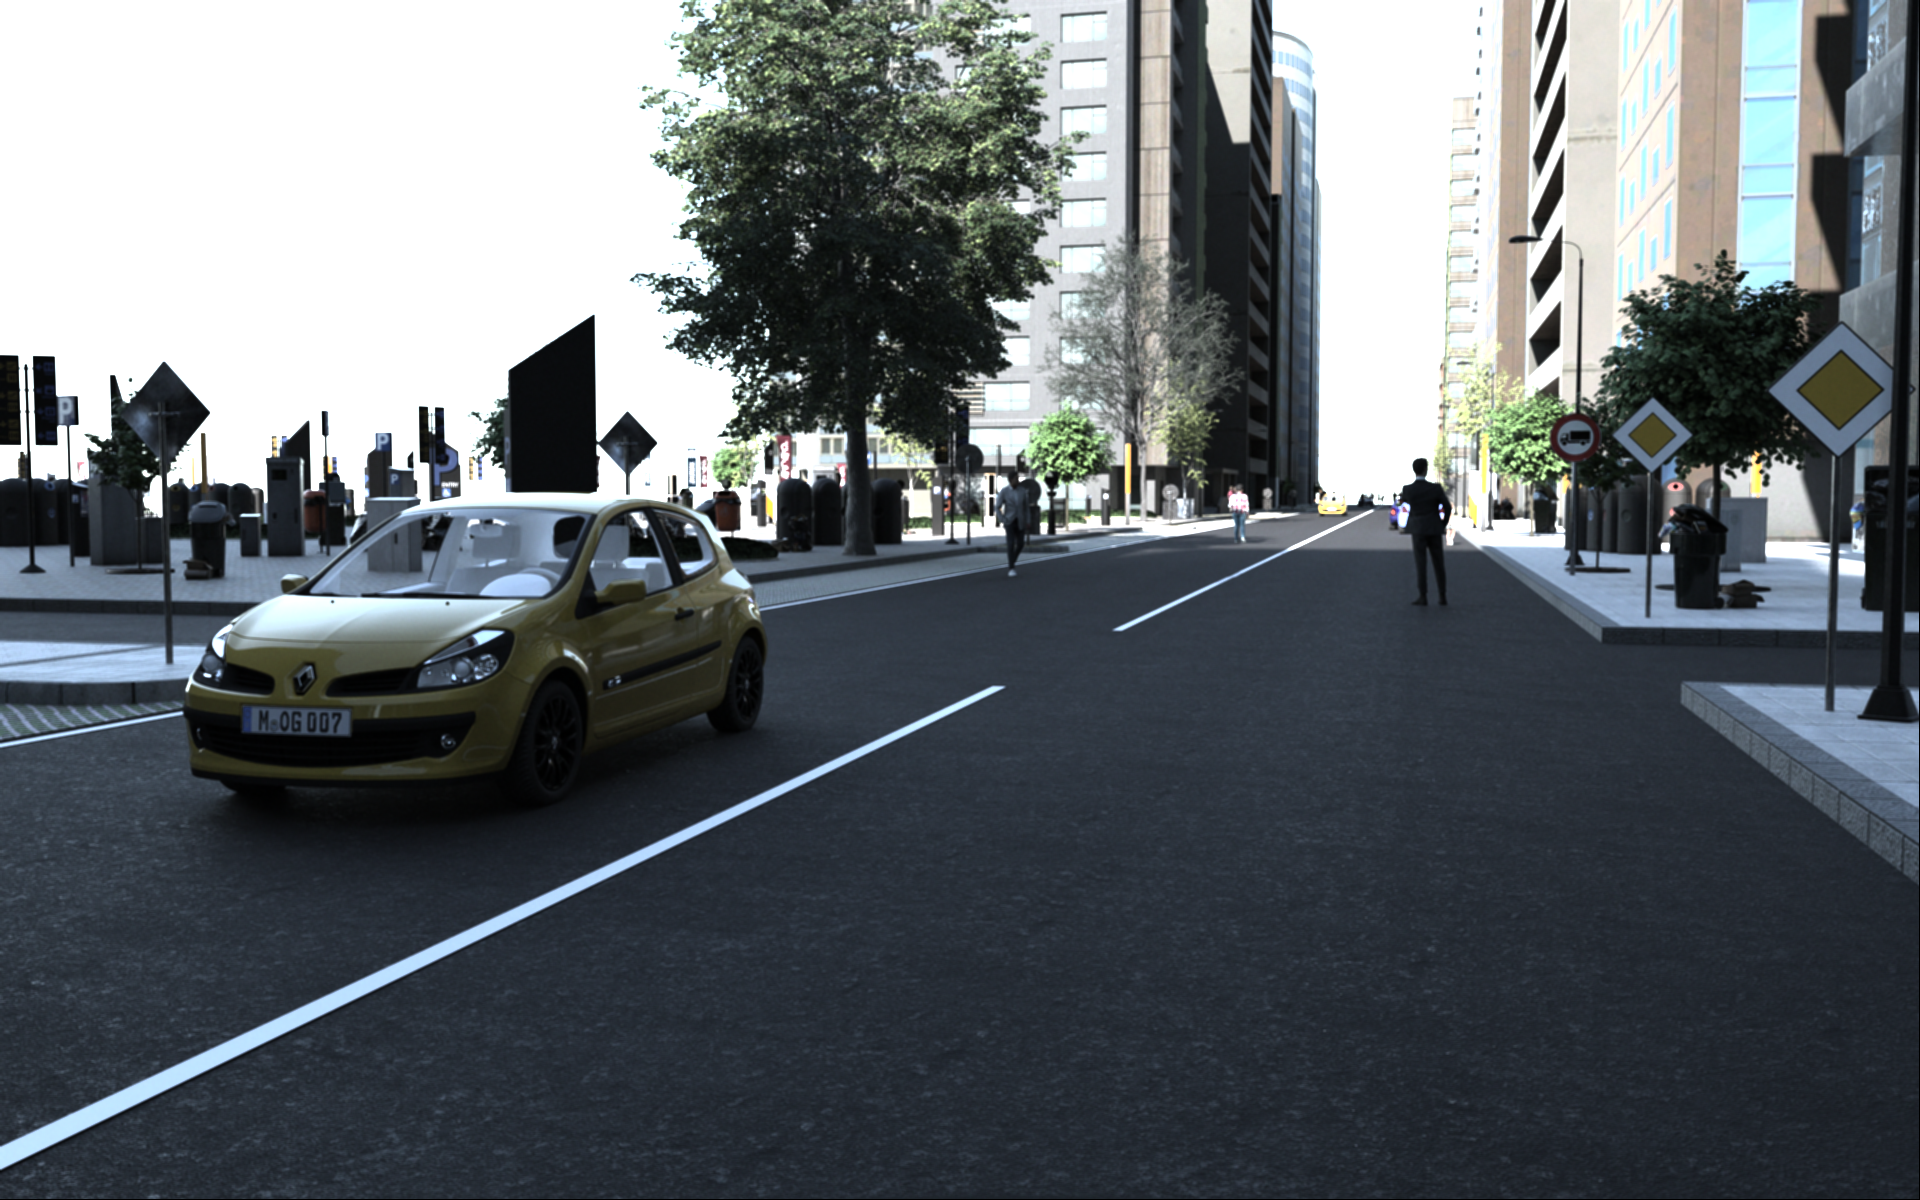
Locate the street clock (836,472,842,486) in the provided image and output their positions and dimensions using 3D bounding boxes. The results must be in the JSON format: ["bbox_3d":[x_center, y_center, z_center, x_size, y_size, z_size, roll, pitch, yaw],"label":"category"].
[{"bbox_3d":[-4.121,-3.237,57.499,0.358,2.002,0.471,1,4,19],"label":"street clock"}]

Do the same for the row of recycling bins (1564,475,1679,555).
[{"bbox_3d":[14.439,-1.907,38.286,1.069,1.692,3.534,0,4,-4],"label":"row of recycling bins"}]

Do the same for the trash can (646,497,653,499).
[{"bbox_3d":[-15.290,-4.440,84.242,0.748,1.137,0.748,0,3,0],"label":"trash can"}]

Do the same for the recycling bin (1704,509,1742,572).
[{"bbox_3d":[12.466,-0.994,28.800,0.722,1.027,0.722,-1,4,-21],"label":"recycling bin"}]

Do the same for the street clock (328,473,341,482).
[{"bbox_3d":[-21.074,-3.286,58.299,0.358,2.002,0.471,2,4,24],"label":"street clock"}]

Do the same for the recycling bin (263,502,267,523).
[{"bbox_3d":[-21.279,-2.548,54.218,0.722,1.027,0.722,2,4,30],"label":"recycling bin"}]

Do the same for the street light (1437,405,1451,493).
[{"bbox_3d":[25.838,-7.218,90.550,1.470,5.913,1.316,1,4,14],"label":"street light"}]

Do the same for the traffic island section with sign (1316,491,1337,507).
[{"bbox_3d":[41.655,-11.563,197.688,1.989,1.847,2.006,1,4,14],"label":"traffic island section with sign"}]

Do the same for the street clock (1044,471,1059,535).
[{"bbox_3d":[2.889,-3.061,54.620,0.358,2.002,0.471,-2,4,-33],"label":"street clock"}]

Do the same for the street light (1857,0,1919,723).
[{"bbox_3d":[4.788,-2.282,9.847,1.470,5.913,1.316,1,4,14],"label":"street light"}]

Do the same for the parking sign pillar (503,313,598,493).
[{"bbox_3d":[-6.083,-2.280,25.750,1.447,3.967,1.447,-2,4,-28],"label":"parking sign pillar"}]

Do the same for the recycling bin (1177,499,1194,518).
[{"bbox_3d":[12.159,-4.954,93.544,0.722,1.027,0.722,-1,4,-19],"label":"recycling bin"}]

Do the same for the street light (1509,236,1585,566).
[{"bbox_3d":[10.557,-3.586,31.177,1.470,5.913,1.316,1,4,14],"label":"street light"}]

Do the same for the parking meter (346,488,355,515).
[{"bbox_3d":[-26.011,-4.005,73.900,0.372,1.533,0.369,0,3,0],"label":"parking meter"}]

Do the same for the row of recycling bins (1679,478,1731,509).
[{"bbox_3d":[18.145,-2.327,45.155,3.534,1.692,1.069,1,4,14],"label":"row of recycling bins"}]

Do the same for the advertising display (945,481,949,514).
[{"bbox_3d":[-0.912,-4.718,82.347,0.123,1.923,0.974,3,5,43],"label":"advertising display"}]

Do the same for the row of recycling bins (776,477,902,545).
[{"bbox_3d":[-3.004,-2.252,43.926,3.534,1.692,1.069,-2,4,-35],"label":"row of recycling bins"}]

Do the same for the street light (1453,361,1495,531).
[{"bbox_3d":[18.039,-5.386,60.602,1.470,5.913,1.316,1,4,14],"label":"street light"}]

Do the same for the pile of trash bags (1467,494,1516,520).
[{"bbox_3d":[26.094,-4.657,85.899,1.912,1.369,3.447,-1,4,-9],"label":"pile of trash bags"}]

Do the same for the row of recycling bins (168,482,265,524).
[{"bbox_3d":[-25.978,-3.235,60.001,3.534,1.692,1.069,1,4,20],"label":"row of recycling bins"}]

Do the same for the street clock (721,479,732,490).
[{"bbox_3d":[-11.287,-4.841,83.713,0.471,2.002,0.358,-2,4,-35],"label":"street clock"}]

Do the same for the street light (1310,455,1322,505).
[{"bbox_3d":[42.287,-14.262,205.732,1.470,5.913,1.316,1,4,14],"label":"street light"}]

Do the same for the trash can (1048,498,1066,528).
[{"bbox_3d":[3.677,-3.276,65.215,0.748,1.137,0.748,0,3,0],"label":"trash can"}]

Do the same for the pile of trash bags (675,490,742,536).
[{"bbox_3d":[-6.488,-1.774,38.765,3.447,1.369,1.912,1,4,16],"label":"pile of trash bags"}]

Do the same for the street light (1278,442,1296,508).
[{"bbox_3d":[29.054,-11.127,154.474,1.470,5.913,1.316,1,4,14],"label":"street light"}]

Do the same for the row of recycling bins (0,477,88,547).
[{"bbox_3d":[-22.937,-2.240,43.738,1.069,1.692,3.534,1,4,12],"label":"row of recycling bins"}]

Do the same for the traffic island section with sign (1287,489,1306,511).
[{"bbox_3d":[27.527,-8.219,143.000,1.989,1.847,2.006,1,4,14],"label":"traffic island section with sign"}]

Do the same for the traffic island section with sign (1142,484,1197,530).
[{"bbox_3d":[8.363,-3.680,68.799,1.989,1.847,2.006,1,4,14],"label":"traffic island section with sign"}]

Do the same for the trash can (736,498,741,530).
[{"bbox_3d":[-8.067,-3.129,62.817,0.748,1.137,0.748,0,3,0],"label":"trash can"}]

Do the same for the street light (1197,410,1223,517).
[{"bbox_3d":[13.807,-7.528,95.625,1.470,5.913,1.316,1,4,14],"label":"street light"}]

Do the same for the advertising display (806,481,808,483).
[{"bbox_3d":[-7.215,-4.948,86.117,0.974,1.923,0.123,0,4,2],"label":"advertising display"}]

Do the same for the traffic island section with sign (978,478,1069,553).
[{"bbox_3d":[1.629,-2.084,42.695,1.989,1.847,2.006,1,4,14],"label":"traffic island section with sign"}]

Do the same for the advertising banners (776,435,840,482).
[{"bbox_3d":[-4.584,-3.394,51.673,2.074,3.025,0.090,-2,4,-35],"label":"advertising banners"}]

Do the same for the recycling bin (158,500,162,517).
[{"bbox_3d":[-35.797,-4.029,78.420,0.722,1.027,0.722,-3,5,-43],"label":"recycling bin"}]

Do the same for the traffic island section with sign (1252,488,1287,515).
[{"bbox_3d":[20.784,-6.622,116.899,1.989,1.847,2.006,1,4,14],"label":"traffic island section with sign"}]

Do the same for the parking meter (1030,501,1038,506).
[{"bbox_3d":[2.809,-3.568,66.747,0.372,1.533,0.369,0,3,0],"label":"parking meter"}]

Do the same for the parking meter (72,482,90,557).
[{"bbox_3d":[-18.067,-1.662,35.580,0.372,1.533,0.369,0,3,0],"label":"parking meter"}]

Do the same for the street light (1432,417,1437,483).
[{"bbox_3d":[29.302,-8.050,104.165,1.470,5.913,1.316,1,4,14],"label":"street light"}]

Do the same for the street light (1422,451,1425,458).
[{"bbox_3d":[44.894,-11.740,164.491,1.470,5.913,1.316,1,4,14],"label":"street light"}]

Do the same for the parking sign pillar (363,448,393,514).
[{"bbox_3d":[-26.576,-5.547,79.160,1.447,3.967,1.447,3,4,37],"label":"parking sign pillar"}]

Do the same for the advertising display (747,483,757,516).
[{"bbox_3d":[-12.016,-5.860,101.021,0.974,1.923,0.123,1,4,21],"label":"advertising display"}]

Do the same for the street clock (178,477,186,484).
[{"bbox_3d":[-33.468,-4.278,74.520,0.358,2.002,0.471,-1,4,-10],"label":"street clock"}]

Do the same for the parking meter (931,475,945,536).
[{"bbox_3d":[-0.691,-2.922,53.479,0.399,1.863,0.255,1,4,13],"label":"parking meter"}]

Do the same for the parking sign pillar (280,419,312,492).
[{"bbox_3d":[-23.771,-4.493,61.940,1.447,3.967,1.447,1,4,16],"label":"parking sign pillar"}]

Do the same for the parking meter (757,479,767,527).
[{"bbox_3d":[-7.759,-3.797,67.785,0.255,1.863,0.399,-2,4,-33],"label":"parking meter"}]

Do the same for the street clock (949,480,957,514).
[{"bbox_3d":[-0.395,-5.261,90.594,0.471,2.002,0.358,-2,4,-31],"label":"street clock"}]

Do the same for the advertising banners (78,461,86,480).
[{"bbox_3d":[-45.170,-5.760,90.368,2.074,3.025,0.090,1,4,19],"label":"advertising banners"}]

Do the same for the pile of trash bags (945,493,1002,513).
[{"bbox_3d":[0.513,-4.548,84.105,3.447,1.369,1.912,2,4,30],"label":"pile of trash bags"}]

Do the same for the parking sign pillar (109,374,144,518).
[{"bbox_3d":[-19.058,-3.129,39.634,1.447,3.967,1.447,-1,4,-15],"label":"parking sign pillar"}]

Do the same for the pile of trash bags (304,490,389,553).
[{"bbox_3d":[-13.042,-1.773,38.745,1.912,1.369,3.447,3,5,45],"label":"pile of trash bags"}]

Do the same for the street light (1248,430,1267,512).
[{"bbox_3d":[21.391,-9.326,125.024,1.470,5.913,1.316,1,4,14],"label":"street light"}]

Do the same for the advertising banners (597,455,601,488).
[{"bbox_3d":[-16.538,-4.944,77.030,0.090,3.025,2.074,2,4,24],"label":"advertising banners"}]

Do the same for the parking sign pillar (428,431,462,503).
[{"bbox_3d":[-21.683,-5.163,72.891,1.447,3.967,1.447,-2,4,-31],"label":"parking sign pillar"}]

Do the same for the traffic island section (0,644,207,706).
[{"bbox_3d":[-6.012,0.560,13.129,2.009,0.180,2.903,1,4,14],"label":"traffic island section"}]

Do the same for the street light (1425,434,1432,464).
[{"bbox_3d":[37.004,-9.896,134.343,1.470,5.913,1.316,1,4,14],"label":"street light"}]

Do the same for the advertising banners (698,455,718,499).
[{"bbox_3d":[-11.017,-5.037,78.548,0.090,3.025,2.074,3,5,44],"label":"advertising banners"}]

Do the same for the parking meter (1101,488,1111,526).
[{"bbox_3d":[5.912,-3.779,70.198,0.372,1.533,0.369,0,3,0],"label":"parking meter"}]

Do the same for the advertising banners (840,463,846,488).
[{"bbox_3d":[-5.931,-6.215,97.796,2.074,3.025,0.090,0,4,8],"label":"advertising banners"}]

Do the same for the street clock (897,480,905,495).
[{"bbox_3d":[-3.056,-5.108,88.091,0.471,2.002,0.358,0,4,-8],"label":"street clock"}]

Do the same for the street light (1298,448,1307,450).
[{"bbox_3d":[34.489,-12.429,175.751,1.470,5.913,1.316,1,4,14],"label":"street light"}]
